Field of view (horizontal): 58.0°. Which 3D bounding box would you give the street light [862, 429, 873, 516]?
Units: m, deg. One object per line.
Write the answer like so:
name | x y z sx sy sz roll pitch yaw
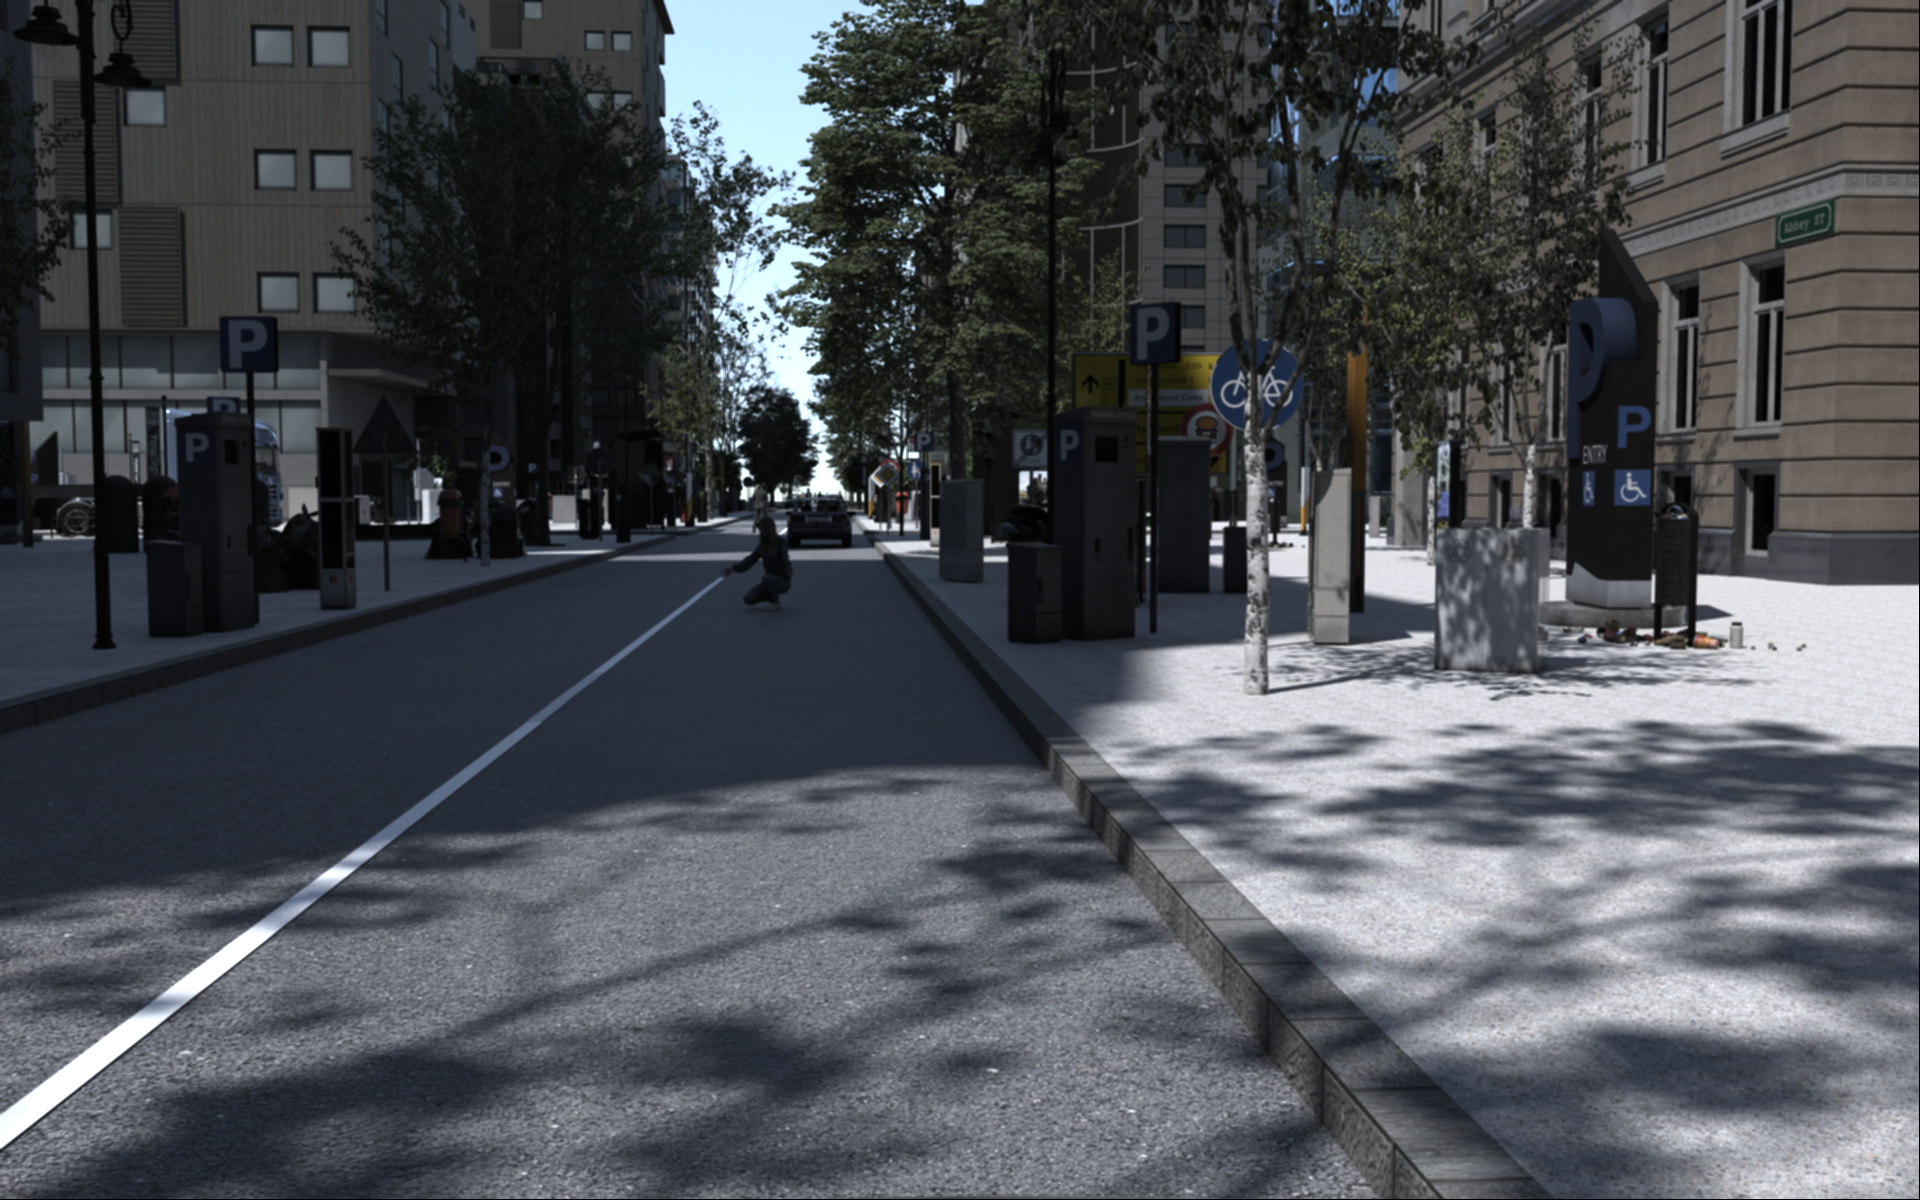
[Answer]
street light | -5.249 -7.794 100.224 0.468 5.910 1.993 0 4 -4

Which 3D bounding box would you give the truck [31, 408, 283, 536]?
truck | -30.633 -3.967 54.620 18.799 4.110 2.967 0 4 -6

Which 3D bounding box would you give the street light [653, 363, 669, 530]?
street light | -10.537 -5.411 61.251 0.468 5.910 1.993 0 4 -4

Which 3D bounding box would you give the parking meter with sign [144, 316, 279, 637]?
parking meter with sign | -7.026 -1.223 16.260 0.543 3.016 1.738 0 4 3

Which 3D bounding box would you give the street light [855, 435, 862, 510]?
street light | -7.830 -9.946 135.398 0.468 5.910 1.993 0 4 -4

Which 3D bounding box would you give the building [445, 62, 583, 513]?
building | -34.219 -21.263 119.355 14.160 30.474 14.107 0 4 -4

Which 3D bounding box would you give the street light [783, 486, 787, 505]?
street light | -22.200 -15.178 220.947 0.468 5.910 1.993 0 4 -4

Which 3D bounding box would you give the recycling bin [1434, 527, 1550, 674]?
recycling bin | 3.925 -0.013 12.761 0.722 1.027 0.722 2 4 25

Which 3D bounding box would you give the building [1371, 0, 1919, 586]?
building | 17.657 -15.146 33.545 13.634 28.700 20.117 0 4 -4

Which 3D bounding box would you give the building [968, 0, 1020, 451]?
building | 12.214 -33.016 163.516 21.300 48.544 21.600 0 4 -4

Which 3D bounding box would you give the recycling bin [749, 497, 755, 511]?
recycling bin | -15.423 -7.215 130.524 0.722 1.027 0.722 2 4 33

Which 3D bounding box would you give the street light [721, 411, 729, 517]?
street light | -13.074 -7.562 96.429 0.468 5.910 1.993 0 4 -4

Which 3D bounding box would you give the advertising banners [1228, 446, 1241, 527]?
advertising banners | 9.951 -4.065 62.643 0.090 3.025 2.074 1 4 20

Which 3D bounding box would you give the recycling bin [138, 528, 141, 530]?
recycling bin | -29.331 -3.072 62.786 0.722 1.027 0.722 1 4 21

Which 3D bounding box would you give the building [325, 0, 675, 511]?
building | -43.545 -35.613 171.508 28.713 52.752 27.495 0 4 -4

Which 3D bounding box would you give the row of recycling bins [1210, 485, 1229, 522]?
row of recycling bins | 11.012 -4.449 79.860 3.534 1.692 1.069 -3 5 -39

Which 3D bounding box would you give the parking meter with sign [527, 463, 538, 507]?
parking meter with sign | -23.813 -6.183 97.351 0.543 3.016 1.738 -2 4 -29

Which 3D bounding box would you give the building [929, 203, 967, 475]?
building | 2.466 -34.378 245.676 14.154 41.232 14.086 0 4 -4

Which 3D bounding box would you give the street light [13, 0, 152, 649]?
street light | -7.114 -2.534 14.220 0.468 5.910 1.993 0 4 -4

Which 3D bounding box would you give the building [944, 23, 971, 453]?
building | 13.480 -36.624 188.048 28.713 52.752 27.495 0 4 -4

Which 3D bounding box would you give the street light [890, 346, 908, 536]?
street light | -1.793 -4.907 53.025 0.468 5.910 1.993 0 4 -4

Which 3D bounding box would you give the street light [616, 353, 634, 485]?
street light | -9.667 -4.735 50.204 0.468 5.910 1.993 0 4 -4

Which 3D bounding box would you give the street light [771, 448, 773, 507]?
street light | -18.781 -12.238 172.874 0.468 5.910 1.993 0 4 -4

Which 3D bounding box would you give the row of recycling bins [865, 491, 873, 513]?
row of recycling bins | -5.513 -6.524 113.775 1.069 1.692 3.534 1 4 9

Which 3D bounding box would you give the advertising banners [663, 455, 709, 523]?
advertising banners | -12.353 -5.010 78.103 2.074 3.025 0.090 -1 4 -19

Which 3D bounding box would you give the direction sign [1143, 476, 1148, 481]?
direction sign | 11.392 -7.135 108.661 0.876 3.537 0.379 0 4 -8

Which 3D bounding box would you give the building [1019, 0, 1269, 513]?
building | 13.406 -42.093 126.469 20.563 71.187 20.611 0 4 -4

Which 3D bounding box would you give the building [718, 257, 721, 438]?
building | -49.664 -40.078 274.885 23.786 49.044 30.456 0 4 -4

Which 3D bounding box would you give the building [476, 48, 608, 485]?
building | -44.369 -27.753 145.642 32.217 40.220 23.993 0 4 -4

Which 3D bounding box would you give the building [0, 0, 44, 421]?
building | -26.728 -21.334 32.408 14.086 41.232 14.154 0 4 -4

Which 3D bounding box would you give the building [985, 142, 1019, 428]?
building | 8.943 -22.862 145.499 14.160 30.474 14.107 0 4 -4

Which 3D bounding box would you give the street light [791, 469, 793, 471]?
street light | -24.893 -17.356 256.553 0.468 5.910 1.993 0 4 -4

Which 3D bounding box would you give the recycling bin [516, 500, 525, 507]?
recycling bin | -19.630 -3.967 77.419 0.722 1.027 0.722 -2 4 -30

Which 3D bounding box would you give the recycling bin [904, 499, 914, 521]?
recycling bin | -2.575 -4.234 81.780 0.722 1.027 0.722 0 4 6

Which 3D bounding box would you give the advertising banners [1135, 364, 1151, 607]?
advertising banners | 2.157 -1.486 20.476 0.090 3.025 2.074 1 4 11

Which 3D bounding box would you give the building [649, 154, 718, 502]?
building | -47.633 -38.177 243.794 23.786 49.044 30.456 0 4 -4

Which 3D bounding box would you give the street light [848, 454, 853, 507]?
street light | -10.919 -12.452 176.384 0.468 5.910 1.993 0 4 -4

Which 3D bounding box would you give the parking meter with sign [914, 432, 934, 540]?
parking meter with sign | -0.852 -3.260 49.566 0.543 3.016 1.738 1 4 11

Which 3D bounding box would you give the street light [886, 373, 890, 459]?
street light | -2.647 -5.643 65.051 0.468 5.910 1.993 0 4 -4

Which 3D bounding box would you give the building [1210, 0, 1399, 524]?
building | 28.320 -47.176 84.005 31.000 86.520 22.319 0 4 -4

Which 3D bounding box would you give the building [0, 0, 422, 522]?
building | -40.502 -30.525 88.322 28.713 52.752 27.495 0 4 -4

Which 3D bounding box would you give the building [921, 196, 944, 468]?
building | 1.398 -37.289 259.791 14.600 45.320 14.200 0 4 -4

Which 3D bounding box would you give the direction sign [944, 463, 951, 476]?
direction sign | -0.744 -8.170 125.571 0.876 3.537 0.379 1 4 14

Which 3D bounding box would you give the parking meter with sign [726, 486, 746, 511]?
parking meter with sign | -17.344 -8.396 133.538 1.738 3.016 0.543 -3 5 -41

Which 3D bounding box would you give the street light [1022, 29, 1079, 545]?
street light | 0.946 -2.757 17.862 0.468 5.910 1.993 0 4 -4

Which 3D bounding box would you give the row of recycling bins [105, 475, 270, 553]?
row of recycling bins | -17.286 -1.928 38.633 3.534 1.692 1.069 -2 4 -31

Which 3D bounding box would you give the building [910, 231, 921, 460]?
building | 3.236 -38.361 281.833 22.147 44.769 28.867 0 4 -4

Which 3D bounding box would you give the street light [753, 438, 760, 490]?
street light | -16.149 -10.080 137.603 0.468 5.910 1.993 0 4 -4
